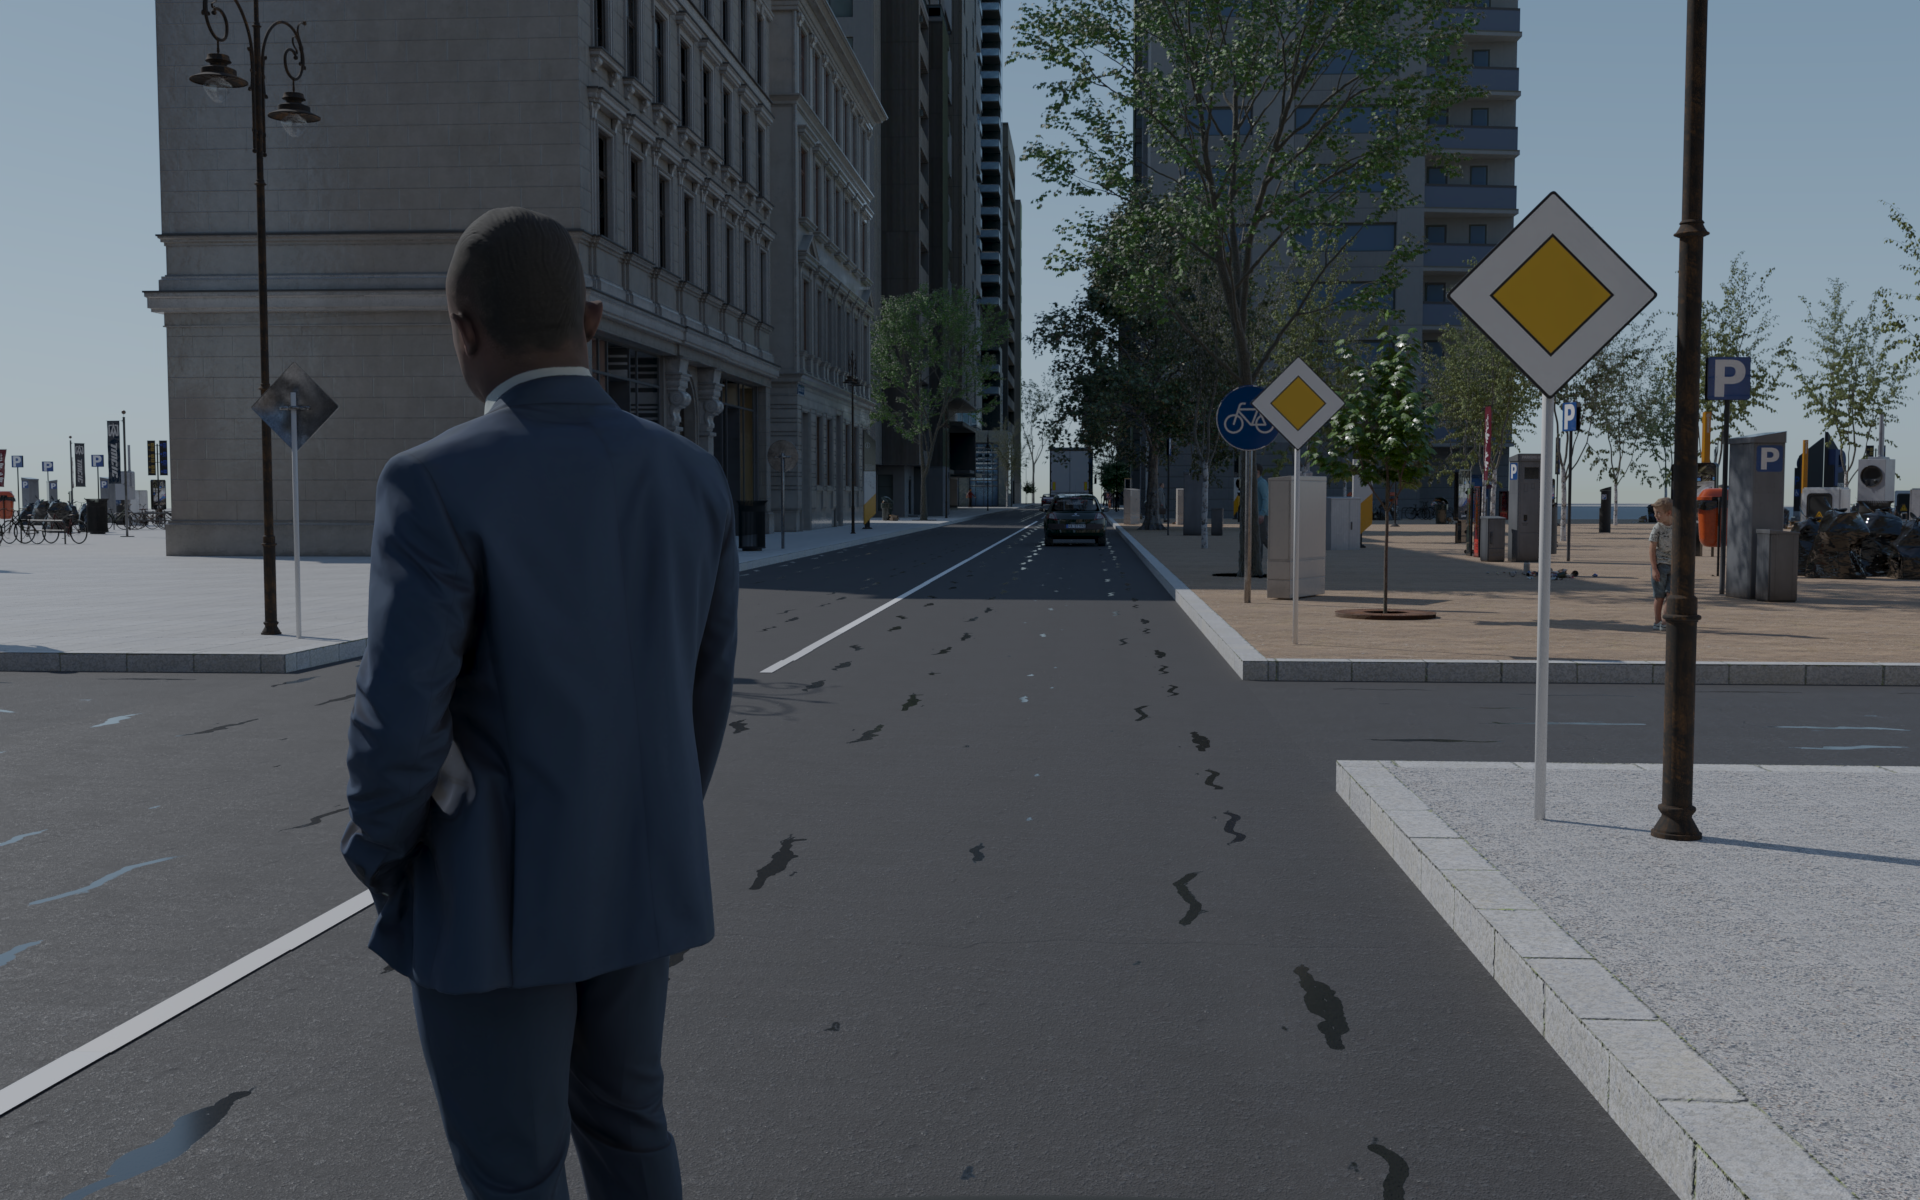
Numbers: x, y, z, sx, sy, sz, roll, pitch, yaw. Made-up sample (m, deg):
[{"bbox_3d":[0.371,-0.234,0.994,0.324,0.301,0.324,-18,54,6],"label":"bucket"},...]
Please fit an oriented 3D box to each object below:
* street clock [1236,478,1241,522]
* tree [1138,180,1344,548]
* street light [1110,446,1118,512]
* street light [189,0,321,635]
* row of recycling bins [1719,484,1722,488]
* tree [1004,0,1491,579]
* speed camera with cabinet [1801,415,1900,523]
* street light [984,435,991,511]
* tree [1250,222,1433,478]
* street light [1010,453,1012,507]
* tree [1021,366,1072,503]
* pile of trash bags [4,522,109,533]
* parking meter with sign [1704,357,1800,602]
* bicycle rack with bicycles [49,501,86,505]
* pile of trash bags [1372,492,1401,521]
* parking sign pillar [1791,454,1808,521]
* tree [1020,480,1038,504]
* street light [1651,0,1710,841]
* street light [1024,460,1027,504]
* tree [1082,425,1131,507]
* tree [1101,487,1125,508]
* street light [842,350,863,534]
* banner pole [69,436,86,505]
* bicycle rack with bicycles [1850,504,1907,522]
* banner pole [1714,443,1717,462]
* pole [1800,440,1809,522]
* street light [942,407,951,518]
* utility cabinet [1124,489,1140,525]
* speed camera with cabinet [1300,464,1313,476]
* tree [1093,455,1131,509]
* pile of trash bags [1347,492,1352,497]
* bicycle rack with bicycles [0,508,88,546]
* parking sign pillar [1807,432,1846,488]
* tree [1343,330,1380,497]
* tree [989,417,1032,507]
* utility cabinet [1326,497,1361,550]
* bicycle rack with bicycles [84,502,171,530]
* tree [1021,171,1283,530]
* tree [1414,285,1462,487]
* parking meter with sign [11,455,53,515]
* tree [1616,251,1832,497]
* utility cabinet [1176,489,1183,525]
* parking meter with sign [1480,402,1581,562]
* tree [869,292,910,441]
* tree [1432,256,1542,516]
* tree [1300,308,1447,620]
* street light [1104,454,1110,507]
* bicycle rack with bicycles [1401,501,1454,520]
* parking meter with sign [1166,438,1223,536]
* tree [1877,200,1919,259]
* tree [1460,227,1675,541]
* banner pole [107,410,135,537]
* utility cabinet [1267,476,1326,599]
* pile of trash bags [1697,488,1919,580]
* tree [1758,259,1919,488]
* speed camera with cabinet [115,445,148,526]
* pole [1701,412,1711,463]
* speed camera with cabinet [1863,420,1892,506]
[{"bbox_3d":[12.729,-4.523,78.528,0.358,2.002,0.471,-2,4,-32],"label":"street clock"},{"bbox_3d":[6.001,-5.530,40.778,4.360,8.622,3.978,0,3,0],"label":"tree"},{"bbox_3d":[11.240,-9.262,124.220,0.468,5.910,1.993,0,4,4],"label":"street light"},{"bbox_3d":[-6.294,-2.621,15.648,0.468,5.910,1.993,0,4,4],"label":"street light"},{"bbox_3d":[32.639,-3.991,72.364,1.069,1.692,3.534,0,4,-6],"label":"row of recycling bins"},{"bbox_3d":[4.373,-6.167,26.588,9.928,11.665,9.643,0,3,0],"label":"tree"},{"bbox_3d":[22.345,-3.012,43.586,0.660,3.252,2.038,-3,4,-38],"label":"speed camera with cabinet"},{"bbox_3d":[2.124,-9.743,132.093,0.468,5.910,1.993,0,4,4],"label":"street light"},{"bbox_3d":[9.475,-5.920,47.147,4.737,8.622,4.395,0,3,0],"label":"tree"},{"bbox_3d":[5.223,-12.404,175.600,0.468,5.910,1.993,0,4,4],"label":"street light"},{"bbox_3d":[11.808,-24.018,248.581,12.611,20.169,13.585,0,3,0],"label":"tree"},{"bbox_3d":[-30.295,-2.941,57.835,3.447,1.369,1.912,-1,4,-20],"label":"pile of trash bags"},{"bbox_3d":[9.761,-1.529,21.266,0.543,3.016,1.738,0,3,0],"label":"parking meter with sign"},{"bbox_3d":[-45.369,-4.544,87.680,2.852,0.926,2.925,-1,4,-10],"label":"bicycle rack with bicycles"},{"bbox_3d":[20.847,-4.625,85.376,1.912,1.369,3.447,2,4,33],"label":"pile of trash bags"},{"bbox_3d":[40.445,-5.754,82.544,1.447,3.967,1.447,-1,4,-14],"label":"parking sign pillar"},{"bbox_3d":[9.003,-14.316,228.669,1.663,3.219,1.824,0,3,0],"label":"tree"},{"bbox_3d":[2.683,-2.050,6.309,0.468,5.910,1.993,0,4,4],"label":"street light"},{"bbox_3d":[8.268,-14.917,216.672,0.468,5.910,1.993,0,4,4],"label":"street light"},{"bbox_3d":[15.865,-14.630,173.620,8.767,10.594,7.601,0,4,-4],"label":"tree"},{"bbox_3d":[14.287,-10.143,160.447,1.663,3.219,1.824,0,3,0],"label":"tree"},{"bbox_3d":[-3.457,-5.079,55.836,0.468,5.910,1.993,0,4,4],"label":"street light"},{"bbox_3d":[-37.986,-5.167,74.492,0.401,3.779,0.863,2,4,32],"label":"banner pole"},{"bbox_3d":[33.234,-3.041,63.107,2.852,0.926,2.925,2,4,35],"label":"bicycle rack with bicycles"},{"bbox_3d":[36.761,-5.772,84.394,0.401,3.779,0.863,1,4,15],"label":"banner pole"},{"bbox_3d":[31.746,-4.359,65.111,0.158,3.312,0.155,0,3,0],"label":"pole"},{"bbox_3d":[-0.727,-7.290,91.984,0.468,5.910,1.993,0,4,4],"label":"street light"},{"bbox_3d":[7.184,-3.889,72.268,0.318,1.500,1.173,2,4,25],"label":"utility cabinet"},{"bbox_3d":[14.038,-4.728,71.638,0.660,3.252,2.038,0,4,-3],"label":"speed camera with cabinet"},{"bbox_3d":[12.861,-9.917,145.856,4.285,4.588,4.351,0,3,0],"label":"tree"},{"bbox_3d":[17.157,-4.393,81.582,3.447,1.369,1.912,-1,4,-10],"label":"pile of trash bags"},{"bbox_3d":[-24.128,-1.875,44.044,2.925,0.926,2.852,2,4,29],"label":"bicycle rack with bicycles"},{"bbox_3d":[37.958,-5.301,75.144,1.447,3.967,1.447,-3,5,-40],"label":"parking sign pillar"},{"bbox_3d":[16.973,-7.763,77.281,4.360,8.622,3.978,0,3,0],"label":"tree"},{"bbox_3d":[4.722,-13.157,165.471,4.360,8.622,3.978,0,3,0],"label":"tree"},{"bbox_3d":[8.773,-1.754,39.832,1.020,1.237,0.306,-3,4,-36],"label":"utility cabinet"},{"bbox_3d":[-29.402,-2.987,62.227,2.925,0.926,2.852,-3,5,-41],"label":"bicycle rack with bicycles"},{"bbox_3d":[6.973,-8.846,61.640,9.611,12.733,9.660,0,3,0],"label":"tree"},{"bbox_3d":[17.294,-6.644,58.993,4.360,8.622,3.978,0,3,0],"label":"tree"},{"bbox_3d":[-42.349,-5.057,78.949,0.543,3.016,1.738,1,4,9],"label":"parking meter with sign"},{"bbox_3d":[23.456,-6.311,53.546,4.737,8.622,4.395,0,3,0],"label":"tree"},{"bbox_3d":[9.454,-3.804,70.869,1.173,1.500,0.318,0,4,-5],"label":"utility cabinet"},{"bbox_3d":[10.787,-2.237,32.840,1.738,3.016,0.543,0,4,-8],"label":"parking meter with sign"},{"bbox_3d":[-1.597,-9.646,83.475,9.928,11.665,9.643,0,3,0],"label":"tree"},{"bbox_3d":[16.002,-6.215,51.971,4.737,8.622,4.395,0,3,0],"label":"tree"},{"bbox_3d":[4.511,-1.439,18.128,1.663,3.219,1.824,0,3,0],"label":"tree"},{"bbox_3d":[14.263,-11.754,164.960,0.468,5.910,1.993,0,4,4],"label":"street light"},{"bbox_3d":[23.358,-4.482,86.661,2.852,0.926,2.925,-2,4,-34],"label":"bicycle rack with bicycles"},{"bbox_3d":[7.274,-3.505,53.564,1.738,3.016,0.543,1,4,13],"label":"parking meter with sign"},{"bbox_3d":[20.066,-5.074,33.320,4.737,8.622,4.395,0,3,0],"label":"tree"},{"bbox_3d":[16.528,-5.896,46.765,4.360,8.622,3.978,0,3,0],"label":"tree"},{"bbox_3d":[-25.142,-3.778,51.782,0.863,3.779,0.401,1,4,17],"label":"banner pole"},{"bbox_3d":[4.165,-0.781,21.444,0.318,1.500,1.173,2,4,33],"label":"utility cabinet"},{"bbox_3d":[13.242,-1.049,26.909,3.447,1.369,1.912,1,4,12],"label":"pile of trash bags"},{"bbox_3d":[29.876,-6.593,58.164,4.737,8.622,4.395,0,3,0],"label":"tree"},{"bbox_3d":[-33.646,-4.648,70.328,0.660,3.252,2.038,0,4,-6],"label":"speed camera with cabinet"},{"bbox_3d":[18.519,-3.009,43.039,0.158,3.312,0.155,0,3,0],"label":"pole"},{"bbox_3d":[26.436,-3.297,48.250,2.038,3.252,0.660,2,4,29],"label":"speed camera with cabinet"}]
